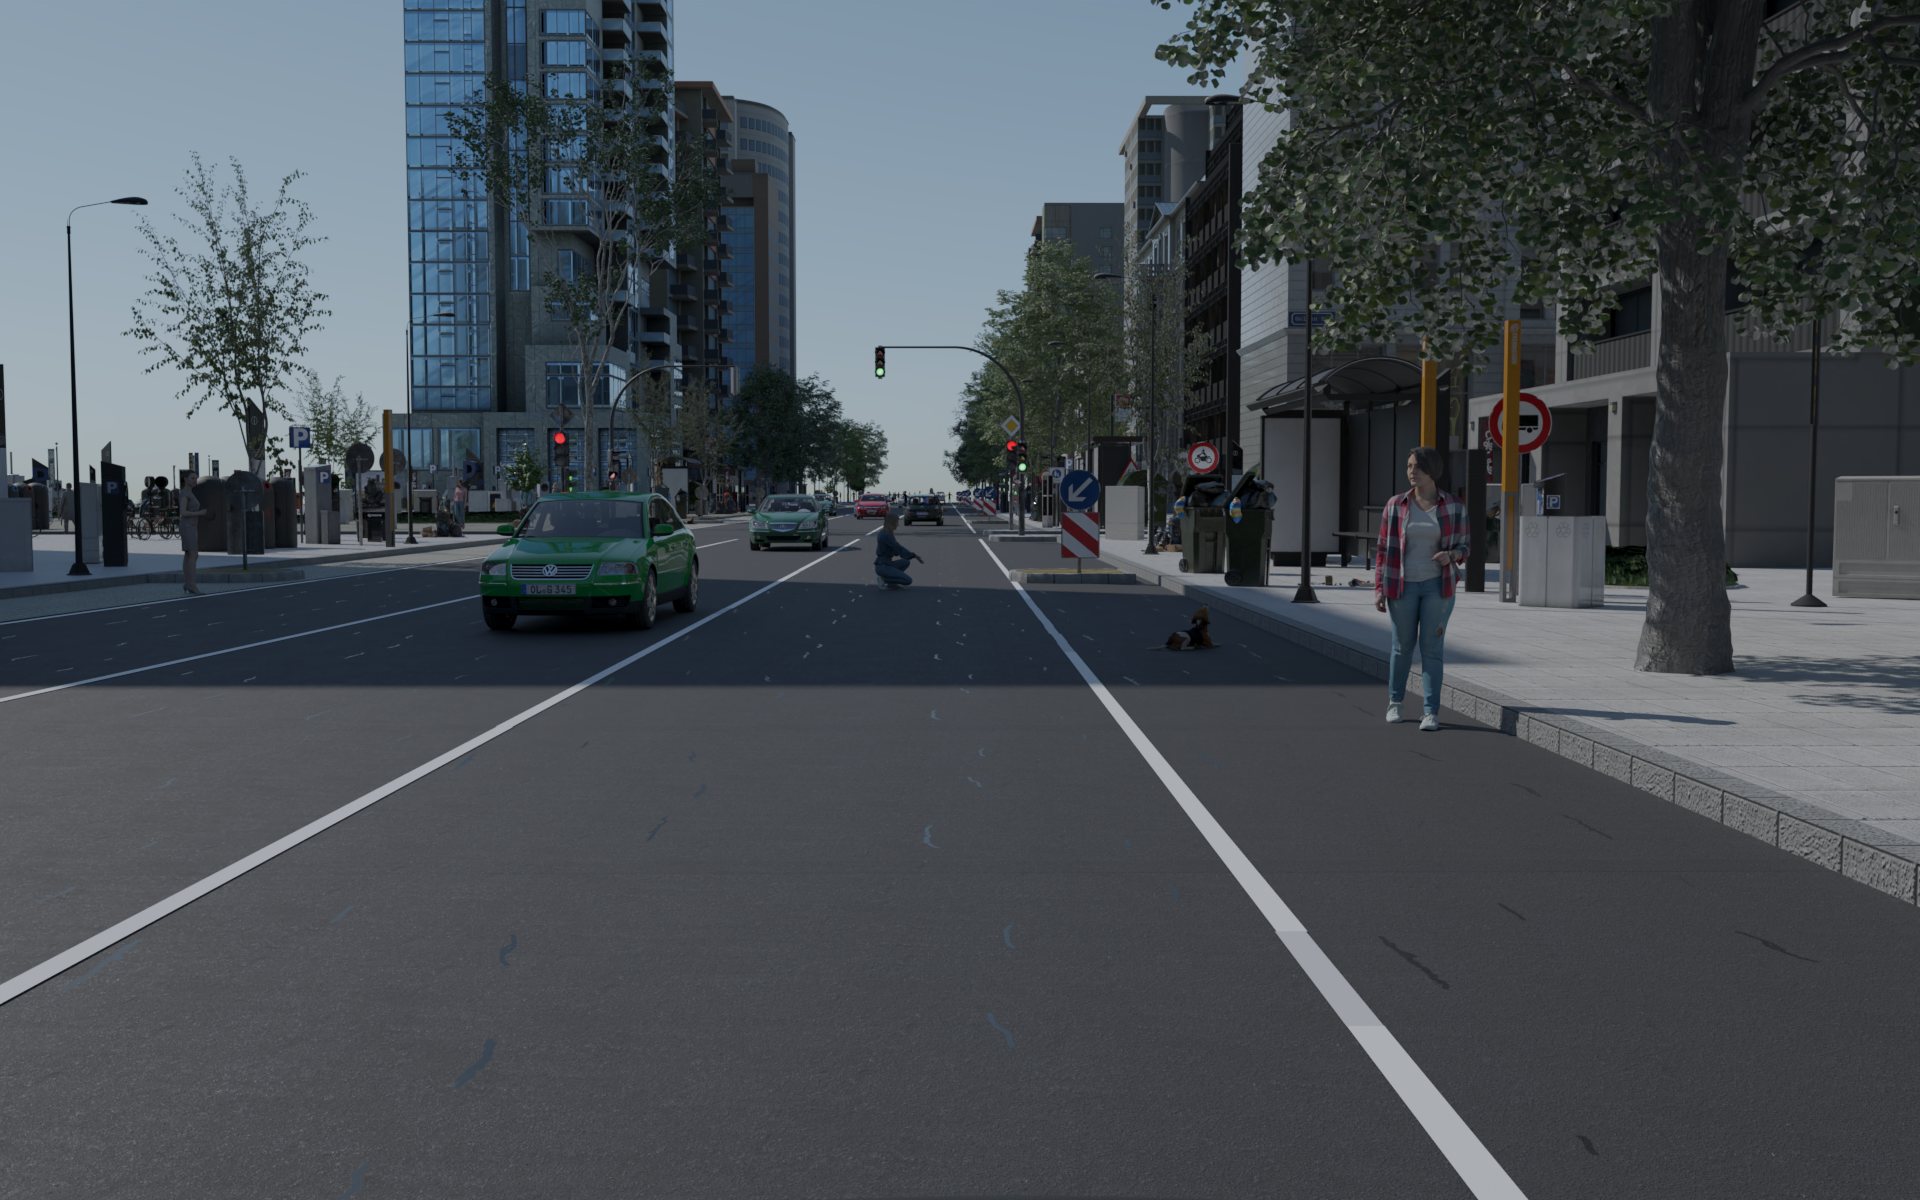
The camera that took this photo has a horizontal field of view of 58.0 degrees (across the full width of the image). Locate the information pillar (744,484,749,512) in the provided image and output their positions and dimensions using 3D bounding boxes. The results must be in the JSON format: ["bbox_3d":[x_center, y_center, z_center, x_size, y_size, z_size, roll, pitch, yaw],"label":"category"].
[{"bbox_3d":[-15.657,-7.506,127.214,0.304,2.012,0.304,-1,4,-23],"label":"information pillar"}]

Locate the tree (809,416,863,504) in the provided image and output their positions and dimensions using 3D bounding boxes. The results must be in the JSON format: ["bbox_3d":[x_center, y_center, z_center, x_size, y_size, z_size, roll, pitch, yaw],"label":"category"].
[{"bbox_3d":[-16.666,-18.505,228.315,9.928,11.665,9.643,0,3,0],"label":"tree"}]

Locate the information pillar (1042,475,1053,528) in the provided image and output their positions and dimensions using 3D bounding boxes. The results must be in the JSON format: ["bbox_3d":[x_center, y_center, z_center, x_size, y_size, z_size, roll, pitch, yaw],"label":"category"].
[{"bbox_3d":[3.346,-3.767,66.080,0.304,2.012,0.304,-3,5,-43],"label":"information pillar"}]

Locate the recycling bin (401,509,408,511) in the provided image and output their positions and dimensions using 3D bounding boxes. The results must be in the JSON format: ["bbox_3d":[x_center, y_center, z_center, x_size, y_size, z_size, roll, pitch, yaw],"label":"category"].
[{"bbox_3d":[-43.316,-7.456,134.466,0.722,1.027,0.722,0,4,-5],"label":"recycling bin"}]

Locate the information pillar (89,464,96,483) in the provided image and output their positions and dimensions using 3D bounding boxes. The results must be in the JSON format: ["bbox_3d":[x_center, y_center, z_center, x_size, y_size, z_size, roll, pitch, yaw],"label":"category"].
[{"bbox_3d":[-68.143,-8.852,136.091,0.183,3.616,0.504,2,4,34],"label":"information pillar"}]

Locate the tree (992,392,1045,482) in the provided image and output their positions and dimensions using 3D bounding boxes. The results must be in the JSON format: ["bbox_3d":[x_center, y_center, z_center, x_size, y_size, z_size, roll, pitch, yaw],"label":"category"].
[{"bbox_3d":[3.972,-10.048,114.645,4.360,8.622,3.978,0,3,0],"label":"tree"}]

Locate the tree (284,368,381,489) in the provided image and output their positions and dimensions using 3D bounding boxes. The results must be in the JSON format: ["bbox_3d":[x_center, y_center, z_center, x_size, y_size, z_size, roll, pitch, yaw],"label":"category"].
[{"bbox_3d":[-37.008,-9.195,100.694,4.737,8.622,4.395,0,3,0],"label":"tree"}]

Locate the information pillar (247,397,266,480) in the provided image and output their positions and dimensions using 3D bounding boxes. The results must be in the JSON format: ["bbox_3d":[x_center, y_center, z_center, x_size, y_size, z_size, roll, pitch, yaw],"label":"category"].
[{"bbox_3d":[-17.086,-3.103,42.081,0.183,3.616,0.504,1,4,22],"label":"information pillar"}]

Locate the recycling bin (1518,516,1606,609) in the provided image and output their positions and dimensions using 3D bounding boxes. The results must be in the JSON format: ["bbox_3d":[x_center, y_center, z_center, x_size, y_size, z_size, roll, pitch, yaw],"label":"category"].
[{"bbox_3d":[6.878,-0.442,19.786,0.722,1.027,0.722,-3,5,-45],"label":"recycling bin"}]

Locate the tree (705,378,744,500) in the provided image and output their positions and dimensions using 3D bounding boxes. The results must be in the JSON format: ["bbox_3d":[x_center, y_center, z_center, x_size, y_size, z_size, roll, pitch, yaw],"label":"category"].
[{"bbox_3d":[-15.500,-9.501,105.709,4.360,8.622,3.978,0,3,0],"label":"tree"}]

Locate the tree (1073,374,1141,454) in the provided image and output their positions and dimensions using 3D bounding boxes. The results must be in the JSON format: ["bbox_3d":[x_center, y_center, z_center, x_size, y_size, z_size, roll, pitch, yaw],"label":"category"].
[{"bbox_3d":[8.484,-9.207,100.893,4.737,8.622,4.395,0,3,0],"label":"tree"}]

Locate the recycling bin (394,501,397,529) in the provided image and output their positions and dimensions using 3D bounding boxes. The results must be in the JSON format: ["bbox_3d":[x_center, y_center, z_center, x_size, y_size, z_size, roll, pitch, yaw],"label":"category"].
[{"bbox_3d":[-21.235,-3.130,63.729,0.722,1.027,0.722,2,4,27],"label":"recycling bin"}]

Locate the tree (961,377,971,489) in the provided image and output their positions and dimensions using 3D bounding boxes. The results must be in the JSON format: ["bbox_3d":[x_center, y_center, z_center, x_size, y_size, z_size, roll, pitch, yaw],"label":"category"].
[{"bbox_3d":[3.807,-12.856,128.329,7.486,12.596,7.792,0,3,0],"label":"tree"}]

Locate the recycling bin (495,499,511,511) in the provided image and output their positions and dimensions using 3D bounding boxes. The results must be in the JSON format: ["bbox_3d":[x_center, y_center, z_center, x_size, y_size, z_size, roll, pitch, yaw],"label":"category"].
[{"bbox_3d":[-25.386,-5.116,96.206,0.722,1.027,0.722,0,4,-5],"label":"recycling bin"}]

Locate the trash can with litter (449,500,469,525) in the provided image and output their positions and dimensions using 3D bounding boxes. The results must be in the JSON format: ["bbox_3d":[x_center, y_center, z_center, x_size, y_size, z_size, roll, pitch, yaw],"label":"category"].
[{"bbox_3d":[-20.601,-3.622,70.611,0.624,1.170,1.055,3,4,37],"label":"trash can with litter"}]

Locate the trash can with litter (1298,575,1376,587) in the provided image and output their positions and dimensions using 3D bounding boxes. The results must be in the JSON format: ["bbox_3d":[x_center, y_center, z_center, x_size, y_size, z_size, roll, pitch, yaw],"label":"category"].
[{"bbox_3d":[5.826,-0.811,24.310,2.233,1.210,1.678,0,4,1],"label":"trash can with litter"}]

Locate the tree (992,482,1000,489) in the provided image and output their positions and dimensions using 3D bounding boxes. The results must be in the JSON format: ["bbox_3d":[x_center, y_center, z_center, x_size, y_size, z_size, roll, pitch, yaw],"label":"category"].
[{"bbox_3d":[3.776,-14.217,182.806,4.737,8.622,4.395,0,3,0],"label":"tree"}]

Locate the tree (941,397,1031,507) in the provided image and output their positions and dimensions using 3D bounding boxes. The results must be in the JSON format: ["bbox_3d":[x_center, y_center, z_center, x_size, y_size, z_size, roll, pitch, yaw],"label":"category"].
[{"bbox_3d":[3.418,-15.484,170.171,9.611,12.733,9.660,0,3,0],"label":"tree"}]

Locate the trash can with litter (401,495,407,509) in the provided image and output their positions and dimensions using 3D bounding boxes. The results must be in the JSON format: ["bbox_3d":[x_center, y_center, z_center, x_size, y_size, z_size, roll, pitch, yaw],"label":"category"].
[{"bbox_3d":[-36.399,-6.206,112.519,2.233,1.210,1.678,1,4,20],"label":"trash can with litter"}]

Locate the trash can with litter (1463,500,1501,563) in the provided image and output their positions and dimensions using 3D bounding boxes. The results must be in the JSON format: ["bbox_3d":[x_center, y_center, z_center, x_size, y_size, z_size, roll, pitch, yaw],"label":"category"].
[{"bbox_3d":[9.638,-1.273,32.193,1.055,1.170,0.624,2,4,24],"label":"trash can with litter"}]

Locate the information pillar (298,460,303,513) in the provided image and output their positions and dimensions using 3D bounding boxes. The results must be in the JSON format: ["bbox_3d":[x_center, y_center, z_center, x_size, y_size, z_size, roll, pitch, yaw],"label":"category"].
[{"bbox_3d":[-45.259,-7.798,118.854,0.183,3.616,0.504,0,4,3],"label":"information pillar"}]

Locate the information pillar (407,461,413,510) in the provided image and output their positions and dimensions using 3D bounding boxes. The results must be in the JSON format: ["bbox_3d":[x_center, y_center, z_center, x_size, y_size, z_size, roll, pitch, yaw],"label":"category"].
[{"bbox_3d":[-38.308,-7.903,120.575,0.504,3.616,0.183,2,4,29],"label":"information pillar"}]

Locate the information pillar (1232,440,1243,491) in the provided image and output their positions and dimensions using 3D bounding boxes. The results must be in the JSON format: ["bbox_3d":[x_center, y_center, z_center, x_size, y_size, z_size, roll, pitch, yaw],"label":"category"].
[{"bbox_3d":[12.067,-5.140,75.396,0.504,3.616,0.183,1,4,22],"label":"information pillar"}]

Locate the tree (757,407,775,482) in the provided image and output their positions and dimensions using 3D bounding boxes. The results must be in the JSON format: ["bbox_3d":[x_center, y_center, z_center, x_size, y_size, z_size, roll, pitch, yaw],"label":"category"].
[{"bbox_3d":[-16.639,-16.677,179.318,9.857,13.997,8.962,0,3,0],"label":"tree"}]

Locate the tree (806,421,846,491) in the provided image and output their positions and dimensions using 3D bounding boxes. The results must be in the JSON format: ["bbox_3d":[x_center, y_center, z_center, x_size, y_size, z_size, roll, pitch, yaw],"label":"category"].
[{"bbox_3d":[-16.700,-16.021,196.349,8.767,10.594,7.601,2,4,26],"label":"tree"}]

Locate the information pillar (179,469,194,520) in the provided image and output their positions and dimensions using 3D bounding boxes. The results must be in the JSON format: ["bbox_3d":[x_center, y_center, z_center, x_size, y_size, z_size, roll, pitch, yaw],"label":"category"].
[{"bbox_3d":[-22.850,-2.858,51.222,0.304,2.012,0.304,1,4,15],"label":"information pillar"}]

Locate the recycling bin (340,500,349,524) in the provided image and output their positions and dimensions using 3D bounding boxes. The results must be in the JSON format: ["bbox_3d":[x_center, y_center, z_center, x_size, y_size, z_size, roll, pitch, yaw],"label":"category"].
[{"bbox_3d":[-26.450,-3.742,73.737,0.722,1.027,0.722,0,4,-7],"label":"recycling bin"}]

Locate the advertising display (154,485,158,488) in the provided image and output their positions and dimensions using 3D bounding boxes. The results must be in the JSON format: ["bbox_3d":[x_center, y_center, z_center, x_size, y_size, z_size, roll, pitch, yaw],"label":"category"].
[{"bbox_3d":[-60.149,-7.594,129.373,0.123,1.923,0.974,0,4,-3],"label":"advertising display"}]

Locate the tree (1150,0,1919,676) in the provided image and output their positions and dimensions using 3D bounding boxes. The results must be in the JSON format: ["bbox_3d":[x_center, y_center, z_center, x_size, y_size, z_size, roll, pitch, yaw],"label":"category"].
[{"bbox_3d":[5.381,-6.453,12.162,9.857,13.997,8.962,0,3,0],"label":"tree"}]

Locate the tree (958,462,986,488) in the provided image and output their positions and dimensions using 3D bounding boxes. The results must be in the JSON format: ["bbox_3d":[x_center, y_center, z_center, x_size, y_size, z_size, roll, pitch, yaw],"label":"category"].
[{"bbox_3d":[2.988,-17.560,221.515,7.601,10.594,8.767,0,4,-4],"label":"tree"}]

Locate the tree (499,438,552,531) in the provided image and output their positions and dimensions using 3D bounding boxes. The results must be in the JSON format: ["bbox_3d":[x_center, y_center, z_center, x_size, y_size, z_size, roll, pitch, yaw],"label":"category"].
[{"bbox_3d":[-15.187,-4.008,60.140,1.663,3.219,1.824,0,3,0],"label":"tree"}]

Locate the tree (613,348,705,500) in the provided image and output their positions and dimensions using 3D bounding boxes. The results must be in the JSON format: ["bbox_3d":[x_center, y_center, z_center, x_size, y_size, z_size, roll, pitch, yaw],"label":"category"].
[{"bbox_3d":[-15.371,-8.423,88.071,4.360,8.622,3.978,0,3,0],"label":"tree"}]

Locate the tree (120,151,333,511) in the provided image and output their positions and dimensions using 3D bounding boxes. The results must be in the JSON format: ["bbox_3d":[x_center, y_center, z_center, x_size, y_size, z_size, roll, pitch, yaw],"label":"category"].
[{"bbox_3d":[-15.333,-5.302,37.049,4.360,8.622,3.978,0,3,0],"label":"tree"}]

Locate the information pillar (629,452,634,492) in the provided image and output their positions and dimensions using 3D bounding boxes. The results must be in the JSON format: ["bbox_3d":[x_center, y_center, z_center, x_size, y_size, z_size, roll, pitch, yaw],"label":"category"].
[{"bbox_3d":[-18.462,-6.480,97.307,0.183,3.616,0.504,-2,4,-30],"label":"information pillar"}]

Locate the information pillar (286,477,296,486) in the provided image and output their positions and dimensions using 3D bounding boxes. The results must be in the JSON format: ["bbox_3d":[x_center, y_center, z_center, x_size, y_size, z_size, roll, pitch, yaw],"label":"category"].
[{"bbox_3d":[-29.469,-4.395,76.349,0.304,2.012,0.304,0,4,4],"label":"information pillar"}]

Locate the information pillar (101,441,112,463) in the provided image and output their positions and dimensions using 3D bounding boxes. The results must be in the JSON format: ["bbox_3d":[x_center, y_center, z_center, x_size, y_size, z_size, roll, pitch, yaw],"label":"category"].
[{"bbox_3d":[-37.652,-5.207,76.490,0.504,3.616,0.183,1,4,13],"label":"information pillar"}]

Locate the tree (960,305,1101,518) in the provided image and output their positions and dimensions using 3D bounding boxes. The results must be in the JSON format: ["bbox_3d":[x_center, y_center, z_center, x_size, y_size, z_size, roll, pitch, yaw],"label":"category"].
[{"bbox_3d":[4.075,-10.247,93.293,9.928,11.665,9.643,0,3,0],"label":"tree"}]

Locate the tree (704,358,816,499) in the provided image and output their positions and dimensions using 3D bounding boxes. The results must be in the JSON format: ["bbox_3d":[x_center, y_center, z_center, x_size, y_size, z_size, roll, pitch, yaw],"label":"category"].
[{"bbox_3d":[-16.354,-13.977,145.524,9.611,12.733,9.660,0,3,0],"label":"tree"}]

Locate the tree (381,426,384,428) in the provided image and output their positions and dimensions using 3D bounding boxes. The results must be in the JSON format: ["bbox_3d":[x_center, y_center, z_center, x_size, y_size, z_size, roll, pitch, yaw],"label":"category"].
[{"bbox_3d":[-43.061,-10.536,122.628,4.737,8.622,4.395,0,3,0],"label":"tree"}]

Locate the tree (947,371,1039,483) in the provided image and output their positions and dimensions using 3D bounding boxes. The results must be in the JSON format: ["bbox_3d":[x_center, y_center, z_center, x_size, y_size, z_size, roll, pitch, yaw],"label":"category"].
[{"bbox_3d":[3.752,-14.778,151.982,12.009,13.543,11.850,0,3,0],"label":"tree"}]

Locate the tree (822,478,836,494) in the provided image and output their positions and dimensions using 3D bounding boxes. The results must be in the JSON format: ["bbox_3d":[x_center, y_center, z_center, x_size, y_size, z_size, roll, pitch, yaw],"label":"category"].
[{"bbox_3d":[-15.636,-13.094,208.680,1.663,3.219,1.824,0,3,0],"label":"tree"}]

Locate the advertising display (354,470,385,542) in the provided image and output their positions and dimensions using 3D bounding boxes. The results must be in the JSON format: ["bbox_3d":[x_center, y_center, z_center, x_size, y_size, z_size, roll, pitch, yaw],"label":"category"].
[{"bbox_3d":[-15.721,-2.524,46.478,0.974,1.923,0.123,-1,4,-9],"label":"advertising display"}]

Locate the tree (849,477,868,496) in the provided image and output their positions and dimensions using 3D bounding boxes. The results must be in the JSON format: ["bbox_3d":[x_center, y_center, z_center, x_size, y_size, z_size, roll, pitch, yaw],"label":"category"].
[{"bbox_3d":[-16.638,-18.321,283.262,4.285,4.588,4.351,0,3,0],"label":"tree"}]

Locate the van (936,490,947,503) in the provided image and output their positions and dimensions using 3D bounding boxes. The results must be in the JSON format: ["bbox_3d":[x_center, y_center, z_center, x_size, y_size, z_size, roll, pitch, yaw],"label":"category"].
[{"bbox_3d":[-3.240,-17.185,287.977,2.013,2.044,4.112,0,3,0],"label":"van"}]

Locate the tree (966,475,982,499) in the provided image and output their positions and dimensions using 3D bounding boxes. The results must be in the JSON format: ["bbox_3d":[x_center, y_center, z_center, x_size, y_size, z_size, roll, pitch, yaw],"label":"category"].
[{"bbox_3d":[2.293,-17.474,236.061,4.360,8.622,3.978,0,3,0],"label":"tree"}]

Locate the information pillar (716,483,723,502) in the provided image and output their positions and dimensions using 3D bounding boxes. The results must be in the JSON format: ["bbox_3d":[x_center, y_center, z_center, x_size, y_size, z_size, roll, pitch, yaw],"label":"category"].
[{"bbox_3d":[-15.571,-6.589,112.224,0.304,2.012,0.304,3,4,38],"label":"information pillar"}]

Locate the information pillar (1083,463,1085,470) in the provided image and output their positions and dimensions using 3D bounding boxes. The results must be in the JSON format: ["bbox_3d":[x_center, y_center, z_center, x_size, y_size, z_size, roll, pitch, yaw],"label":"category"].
[{"bbox_3d":[9.184,-8.257,126.355,0.504,3.616,0.183,-1,4,-19],"label":"information pillar"}]

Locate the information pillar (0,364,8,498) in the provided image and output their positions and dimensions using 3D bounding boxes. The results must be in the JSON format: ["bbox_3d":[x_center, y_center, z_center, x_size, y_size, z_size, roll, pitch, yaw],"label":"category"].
[{"bbox_3d":[-17.248,-2.426,31.021,0.183,3.616,0.504,0,4,5],"label":"information pillar"}]

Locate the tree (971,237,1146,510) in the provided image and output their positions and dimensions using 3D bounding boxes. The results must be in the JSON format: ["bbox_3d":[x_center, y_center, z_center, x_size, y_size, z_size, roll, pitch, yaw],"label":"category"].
[{"bbox_3d":[4.571,-9.728,77.185,7.486,12.596,7.792,0,3,0],"label":"tree"}]

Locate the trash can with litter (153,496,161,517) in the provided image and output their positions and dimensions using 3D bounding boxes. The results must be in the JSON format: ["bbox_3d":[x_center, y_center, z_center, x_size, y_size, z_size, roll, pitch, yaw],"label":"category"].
[{"bbox_3d":[-35.775,-4.103,78.137,1.678,1.210,2.233,1,4,22],"label":"trash can with litter"}]

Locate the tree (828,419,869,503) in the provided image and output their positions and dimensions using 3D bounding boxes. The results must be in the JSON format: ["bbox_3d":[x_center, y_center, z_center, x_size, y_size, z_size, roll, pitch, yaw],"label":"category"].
[{"bbox_3d":[-17.091,-20.912,260.030,7.486,12.596,7.792,0,3,0],"label":"tree"}]

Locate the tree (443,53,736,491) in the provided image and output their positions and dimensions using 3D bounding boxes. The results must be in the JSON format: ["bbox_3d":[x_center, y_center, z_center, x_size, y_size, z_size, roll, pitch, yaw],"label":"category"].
[{"bbox_3d":[-14.155,-13.257,72.646,12.611,20.169,13.585,0,3,0],"label":"tree"}]

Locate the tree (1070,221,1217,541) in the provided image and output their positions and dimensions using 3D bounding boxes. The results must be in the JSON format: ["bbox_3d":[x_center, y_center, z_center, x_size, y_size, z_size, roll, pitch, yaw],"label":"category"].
[{"bbox_3d":[5.072,-5.874,46.402,4.360,8.622,3.978,0,3,0],"label":"tree"}]
